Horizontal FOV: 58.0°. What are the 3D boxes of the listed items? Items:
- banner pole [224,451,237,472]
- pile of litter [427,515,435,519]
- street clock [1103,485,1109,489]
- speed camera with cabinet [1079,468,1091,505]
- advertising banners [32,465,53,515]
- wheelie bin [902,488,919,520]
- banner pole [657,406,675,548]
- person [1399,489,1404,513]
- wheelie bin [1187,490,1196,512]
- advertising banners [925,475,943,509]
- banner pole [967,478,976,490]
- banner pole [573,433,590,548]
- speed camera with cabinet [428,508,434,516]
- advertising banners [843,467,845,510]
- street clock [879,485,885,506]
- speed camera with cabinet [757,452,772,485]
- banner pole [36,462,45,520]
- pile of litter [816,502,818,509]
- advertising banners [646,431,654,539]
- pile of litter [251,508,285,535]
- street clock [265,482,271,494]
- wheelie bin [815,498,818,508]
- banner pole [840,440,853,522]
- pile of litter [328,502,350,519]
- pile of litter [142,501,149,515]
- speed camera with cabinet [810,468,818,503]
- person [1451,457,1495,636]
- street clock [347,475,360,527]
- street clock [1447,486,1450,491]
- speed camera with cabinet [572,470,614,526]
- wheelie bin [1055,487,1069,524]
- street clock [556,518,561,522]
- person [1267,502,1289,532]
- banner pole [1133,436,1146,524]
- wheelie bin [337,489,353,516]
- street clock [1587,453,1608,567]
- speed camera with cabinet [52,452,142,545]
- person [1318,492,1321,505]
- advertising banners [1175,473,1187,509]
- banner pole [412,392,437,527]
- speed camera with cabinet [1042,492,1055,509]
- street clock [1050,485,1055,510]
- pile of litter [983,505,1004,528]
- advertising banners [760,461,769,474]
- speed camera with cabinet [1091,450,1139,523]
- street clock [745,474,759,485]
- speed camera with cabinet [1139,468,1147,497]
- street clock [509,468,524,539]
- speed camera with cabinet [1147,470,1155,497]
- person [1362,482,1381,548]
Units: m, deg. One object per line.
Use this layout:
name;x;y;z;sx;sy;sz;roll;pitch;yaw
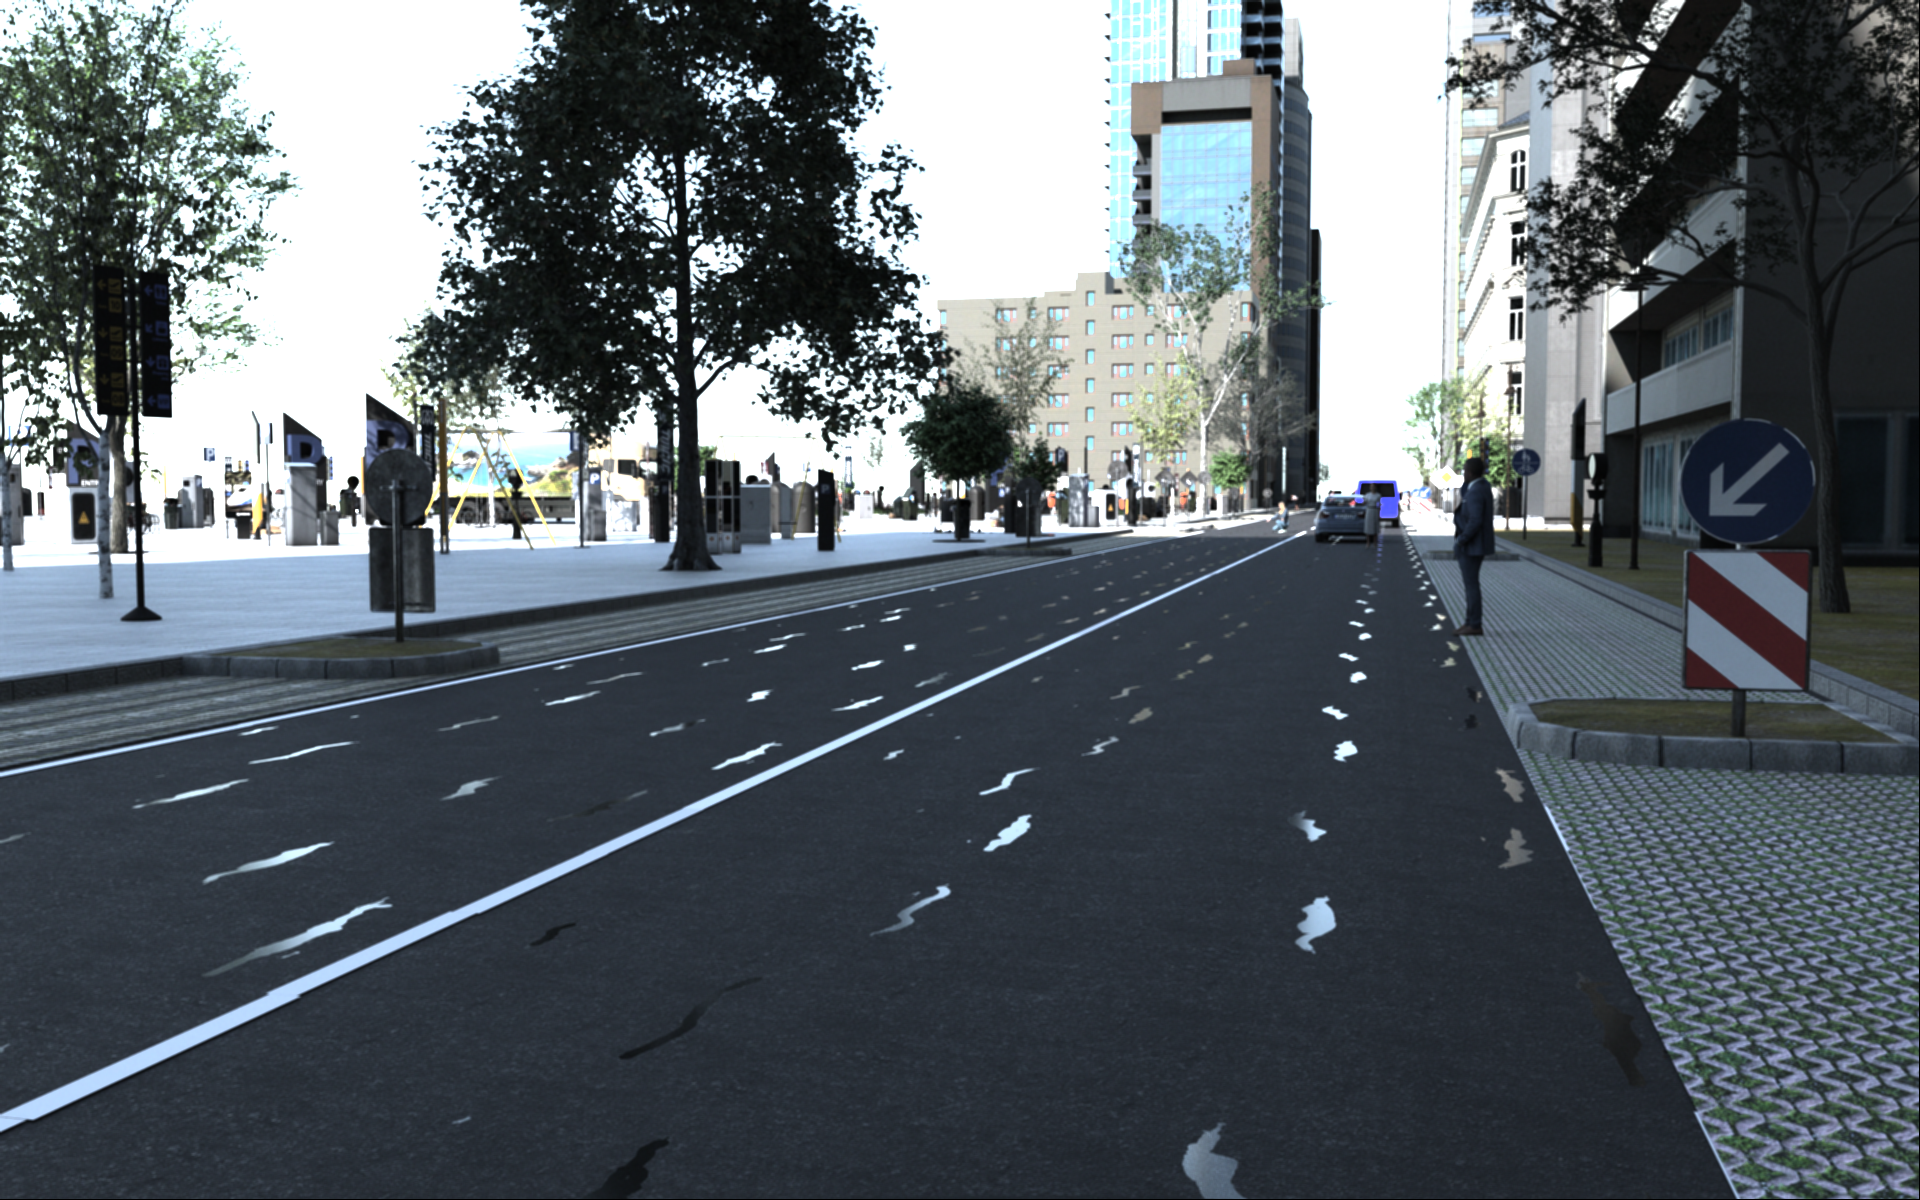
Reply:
banner pole;-42.015;-6.724;99.953;0.863;3.779;0.401;-2;4;-35
pile of litter;-28.377;-4.696;90.752;1.719;0.858;1.176;1;4;23
street clock;11.111;-7.787;131.887;0.471;2.002;0.358;1;4;13
speed camera with cabinet;9.496;-8.351;130.869;2.038;3.252;0.660;-2;4;-29
advertising banners;-55.659;-6.642;104.791;0.090;3.025;2.074;2;4;31
wheelie bin;-2.416;-4.684;84.483;0.693;1.594;0.980;-3;4;-36
banner pole;-6.763;-3.099;40.682;0.863;3.779;0.401;-3;4;-36
person;30.800;-6.868;121.024;0.641;1.798;0.478;-1;4;-22
wheelie bin;16.203;-6.931;121.226;0.693;1.594;0.980;0;4;6
advertising banners;-2.114;-9.059;144.303;2.074;3.025;0.090;-3;5;-43
banner pole;0.787;-8.356;126.640;0.863;3.779;0.401;0;4;7
banner pole;-8.960;-3.135;41.274;0.401;3.779;0.863;-2;4;-31
speed camera with cabinet;-31.827;-6.603;102.292;0.660;3.252;2.038;-3;5;-44
advertising banners;-7.611;-7.192;113.769;0.090;3.025;2.074;0;4;-6
street clock;-6.497;-8.505;143.632;0.471;2.002;0.358;1;4;13
speed camera with cabinet;-9.835;-5.305;81.067;2.038;3.252;0.660;0;4;-3
banner pole;-45.837;-5.892;86.346;0.401;3.779;0.863;-1;4;-18
pile of litter;-9.015;-5.750;107.984;1.719;0.858;1.176;-3;5;-43
advertising banners;-8.829;-3.257;49.434;0.090;3.025;2.074;0;4;-4
pile of litter;-22.023;-2.504;54.901;1.719;0.858;1.176;-2;4;-30
street clock;-41.136;-6.018;102.957;0.358;2.002;0.471;-2;4;-29
wheelie bin;-11.323;-7.715;134.042;0.980;1.594;0.693;-1;4;-19
banner pole;-5.196;-5.427;78.752;0.863;3.779;0.401;3;4;36
pile of litter;-32.476;-4.657;90.099;1.719;0.858;1.176;3;5;44
pile of litter;-48.790;-5.451;103.081;1.719;0.858;1.176;3;4;36
speed camera with cabinet;-11.451;-8.287;129.822;2.038;3.252;0.660;-2;4;-27
person;5.186;-0.539;17.494;0.419;1.800;0.721;1;4;19
street clock;-23.434;-3.814;66.934;0.471;2.002;0.358;-1;4;-23
street clock;35.375;-7.398;125.534;0.358;2.002;0.471;0;4;-5
speed camera with cabinet;-14.481;-4.528;68.362;0.660;3.252;2.038;2;4;23
wheelie bin;4.527;-4.105;75.024;0.693;1.594;0.980;1;4;22
street clock;-18.761;-4.673;80.965;0.358;2.002;0.471;0;4;3
person;11.971;-3.099;64.660;0.738;1.151;1.012;-1;4;-11
banner pole;7.668;-5.166;74.476;0.401;3.779;0.863;-2;4;-31
wheelie bin;-35.696;-5.678;100.748;0.693;1.594;0.980;2;4;32
street clock;11.222;-1.588;30.531;0.358;2.002;0.471;0;4;2
speed camera with cabinet;-22.196;-3.063;44.414;0.660;3.252;2.038;2;4;25
person;43.918;-12.358;211.472;0.530;1.710;0.541;3;4;38
advertising banners;18.908;-9.241;147.272;2.074;3.025;0.090;-3;5;-43
banner pole;-13.200;-3.217;42.616;0.401;3.779;0.863;2;4;31
speed camera with cabinet;7.451;-9.332;146.918;2.038;3.252;0.660;2;4;25
street clock;7.388;-8.255;139.540;0.471;2.002;0.358;-1;4;-19
pile of litter;1.633;-3.174;65.867;1.719;0.858;1.176;1;4;18
advertising banners;-9.827;-5.934;93.215;2.074;3.025;0.090;-2;4;-31
speed camera with cabinet;6.988;-5.118;78.008;2.038;3.252;0.660;-3;5;-41
street clock;-7.697;-3.640;64.092;0.471;2.002;0.358;-3;4;-36
speed camera with cabinet;12.868;-8.335;130.614;2.038;3.252;0.660;2;4;33
street clock;-12.560;-2.721;49.057;0.358;2.002;0.471;-3;5;-43
speed camera with cabinet;14.634;-8.871;139.382;2.038;3.252;0.660;-1;4;-18
person;10.900;-2.250;45.865;0.480;1.755;0.524;1;4;17
